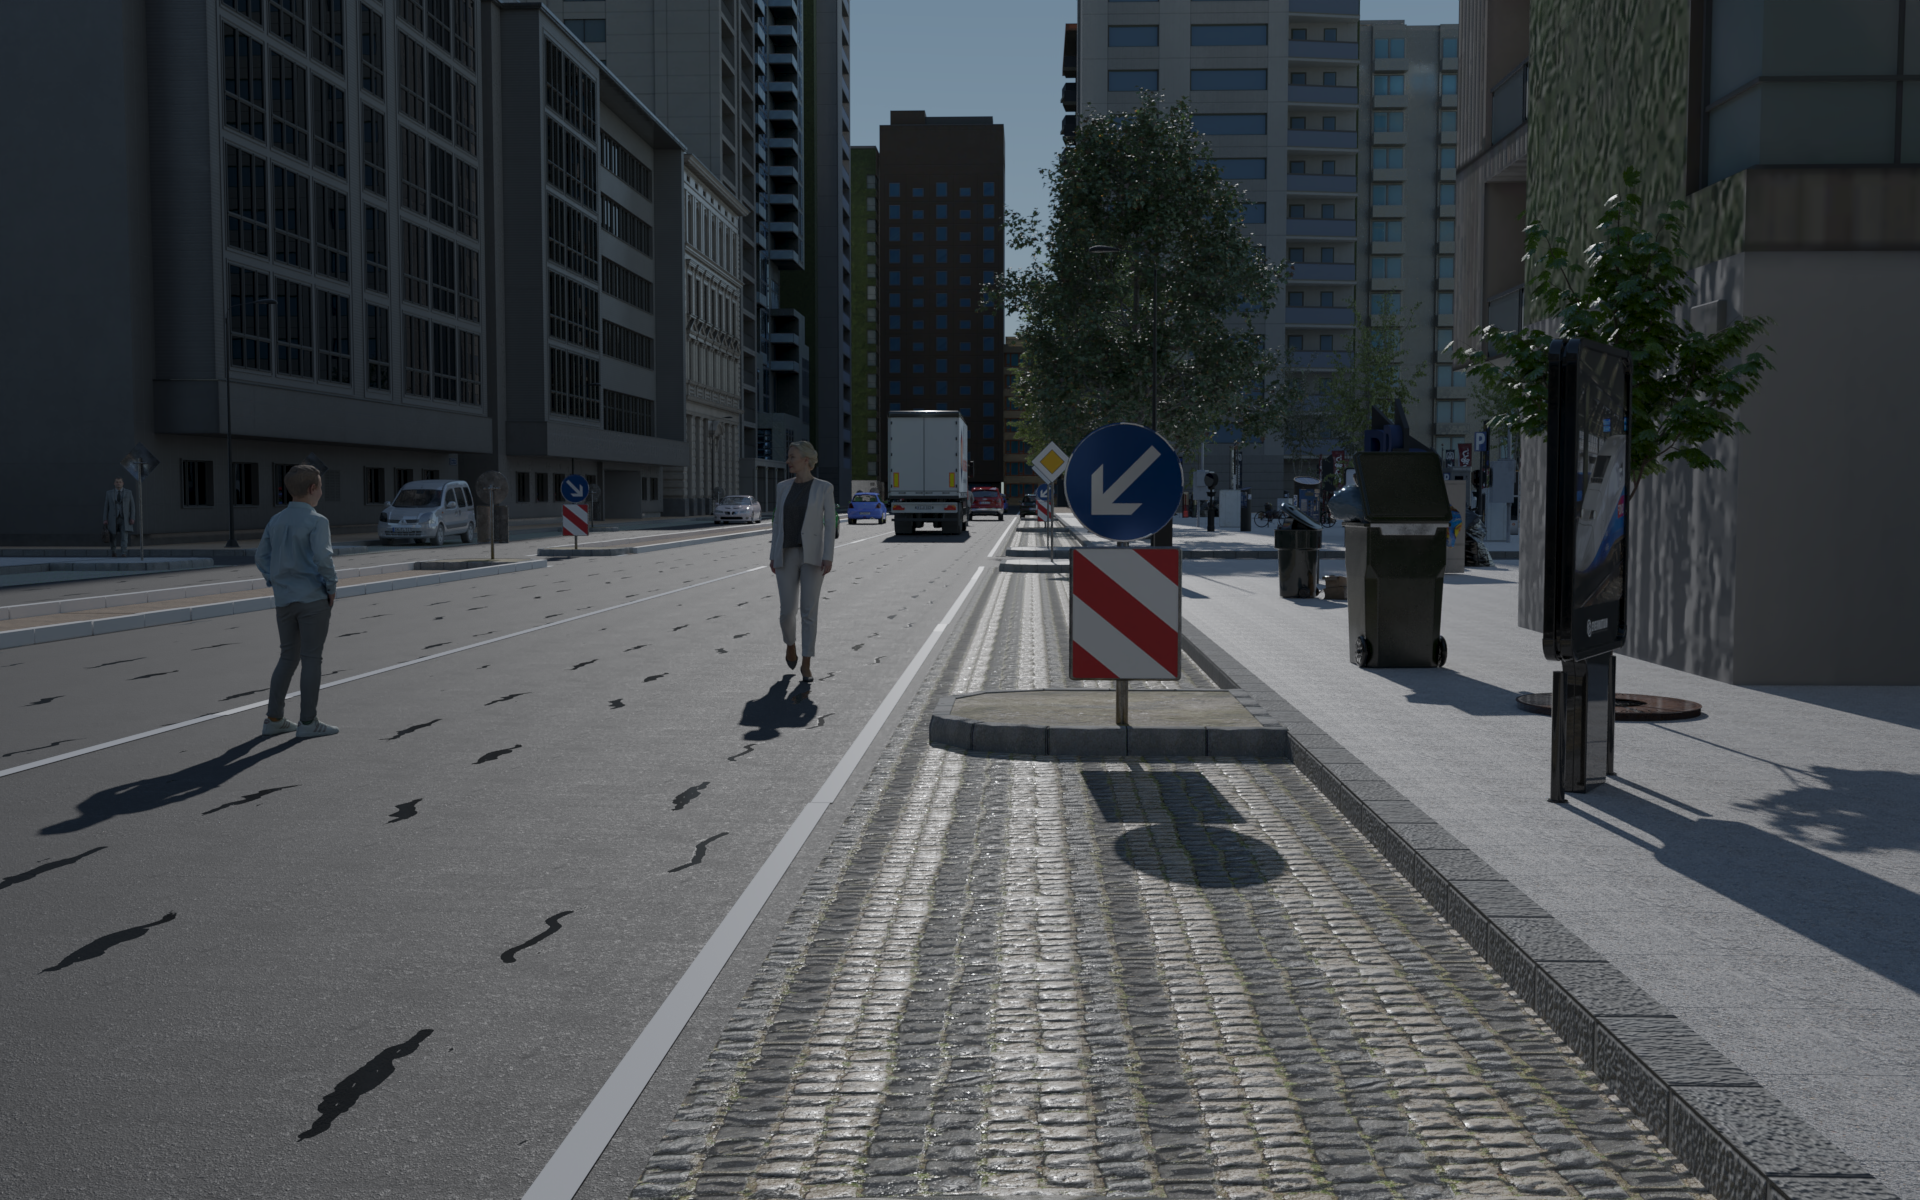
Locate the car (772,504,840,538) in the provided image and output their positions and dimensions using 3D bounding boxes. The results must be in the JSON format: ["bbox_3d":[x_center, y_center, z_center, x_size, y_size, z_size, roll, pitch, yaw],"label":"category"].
[{"bbox_3d":[-4.869,-2.831,55.075,1.959,1.807,4.718,0,4,2],"label":"car"}]

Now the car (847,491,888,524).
[{"bbox_3d":[-4.475,-4.537,83.779,1.945,1.707,3.694,0,4,1],"label":"car"}]

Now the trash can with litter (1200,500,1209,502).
[{"bbox_3d":[14.291,-5.557,102.242,0.624,1.170,1.055,2,4,24],"label":"trash can with litter"}]

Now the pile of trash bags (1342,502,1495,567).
[{"bbox_3d":[8.162,-1.340,31.669,1.912,1.369,3.447,-1,4,-21],"label":"pile of trash bags"}]

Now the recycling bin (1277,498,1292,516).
[{"bbox_3d":[19.261,-5.514,102.706,0.722,1.027,0.722,2,4,28],"label":"recycling bin"}]

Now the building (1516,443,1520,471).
[{"bbox_3d":[68.290,-45.258,178.213,20.611,71.187,20.563,0,4,2],"label":"building"}]

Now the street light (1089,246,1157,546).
[{"bbox_3d":[3.109,-3.670,32.539,1.470,5.913,1.316,0,4,2],"label":"street light"}]

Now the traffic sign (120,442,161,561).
[{"bbox_3d":[-15.795,-1.819,33.389,0.795,2.450,0.064,0,4,2],"label":"traffic sign"}]

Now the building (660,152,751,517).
[{"bbox_3d":[-19.921,-16.977,106.458,11.050,23.489,19.941,0,4,2],"label":"building"}]

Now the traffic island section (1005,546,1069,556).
[{"bbox_3d":[2.087,-1.127,40.700,2.009,0.180,2.903,0,4,2],"label":"traffic island section"}]

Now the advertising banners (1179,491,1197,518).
[{"bbox_3d":[12.169,-5.938,93.271,2.074,3.025,0.090,-3,5,-42],"label":"advertising banners"}]

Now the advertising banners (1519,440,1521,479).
[{"bbox_3d":[10.690,-2.139,31.153,2.074,3.025,0.090,-2,4,-30],"label":"advertising banners"}]

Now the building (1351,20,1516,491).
[{"bbox_3d":[41.913,-34.175,178.371,30.456,49.044,23.786,0,4,2],"label":"building"}]

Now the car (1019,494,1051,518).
[{"bbox_3d":[4.453,-5.687,102.765,2.009,1.686,4.222,0,4,4],"label":"car"}]

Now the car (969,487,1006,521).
[{"bbox_3d":[1.380,-5.287,95.122,2.281,1.827,5.304,0,4,1],"label":"car"}]

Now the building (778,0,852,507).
[{"bbox_3d":[-25.893,-39.142,181.971,28.212,58.520,21.231,0,4,2],"label":"building"}]

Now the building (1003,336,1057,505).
[{"bbox_3d":[20.024,-22.494,212.809,28.899,21.520,27.650,0,4,2],"label":"building"}]

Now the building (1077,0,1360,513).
[{"bbox_3d":[19.404,-36.088,132.035,21.231,58.520,28.212,0,4,2],"label":"building"}]

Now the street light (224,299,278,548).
[{"bbox_3d":[-16.939,-4.211,41.389,1.470,5.913,1.316,0,4,2],"label":"street light"}]

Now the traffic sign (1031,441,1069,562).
[{"bbox_3d":[1.733,-1.774,32.646,0.795,2.450,0.064,0,4,2],"label":"traffic sign"}]

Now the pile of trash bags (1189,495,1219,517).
[{"bbox_3d":[13.609,-5.343,97.103,1.912,1.369,3.447,-1,4,-10],"label":"pile of trash bags"}]

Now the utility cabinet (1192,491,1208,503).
[{"bbox_3d":[15.352,-6.241,110.719,1.173,1.500,0.318,-3,4,-38],"label":"utility cabinet"}]

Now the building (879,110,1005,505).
[{"bbox_3d":[-1.824,-33.958,205.329,14.200,45.320,14.600,0,4,2],"label":"building"}]

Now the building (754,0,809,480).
[{"bbox_3d":[-24.455,-51.286,151.201,22.319,86.520,31.000,0,4,2],"label":"building"}]

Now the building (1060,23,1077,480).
[{"bbox_3d":[20.449,-30.975,161.071,22.147,44.769,28.867,0,4,2],"label":"building"}]

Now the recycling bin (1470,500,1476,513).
[{"bbox_3d":[21.776,-3.739,73.684,0.722,1.027,0.722,0,4,7],"label":"recycling bin"}]

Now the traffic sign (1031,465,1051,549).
[{"bbox_3d":[2.064,-2.262,40.624,0.795,2.450,0.064,0,4,2],"label":"traffic sign"}]

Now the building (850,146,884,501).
[{"bbox_3d":[-16.164,-31.982,206.499,14.086,41.232,14.154,0,4,2],"label":"building"}]

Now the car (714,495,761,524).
[{"bbox_3d":[-10.750,-4.376,83.909,2.083,1.381,4.827,0,4,1],"label":"car"}]

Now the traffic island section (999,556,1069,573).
[{"bbox_3d":[1.757,-0.639,32.722,2.009,0.180,2.903,0,4,2],"label":"traffic island section"}]

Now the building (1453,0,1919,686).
[{"bbox_3d":[12.481,-20.386,16.911,14.154,41.232,14.086,0,4,2],"label":"building"}]

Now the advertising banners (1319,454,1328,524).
[{"bbox_3d":[15.670,-4.790,74.501,0.090,3.025,2.074,0,3,0],"label":"advertising banners"}]

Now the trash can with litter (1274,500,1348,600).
[{"bbox_3d":[4.411,-0.609,21.338,1.055,1.170,0.624,2,4,29],"label":"trash can with litter"}]

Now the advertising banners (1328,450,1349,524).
[{"bbox_3d":[15.909,-4.474,69.332,2.074,3.025,0.090,1,4,17],"label":"advertising banners"}]

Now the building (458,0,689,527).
[{"bbox_3d":[-22.653,-16.036,81.251,14.314,24.678,30.058,0,4,2],"label":"building"}]

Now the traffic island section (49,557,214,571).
[{"bbox_3d":[-15.819,-0.683,33.452,2.009,0.180,2.903,0,4,2],"label":"traffic island section"}]

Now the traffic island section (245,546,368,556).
[{"bbox_3d":[-15.489,-1.171,41.430,2.009,0.180,2.903,0,4,2],"label":"traffic island section"}]

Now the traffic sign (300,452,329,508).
[{"bbox_3d":[-15.465,-2.307,41.368,0.795,2.450,0.064,0,4,2],"label":"traffic sign"}]

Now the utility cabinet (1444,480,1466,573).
[{"bbox_3d":[7.461,-1.158,27.608,1.173,1.500,0.318,-1,4,-19],"label":"utility cabinet"}]

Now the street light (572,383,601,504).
[{"bbox_3d":[-15.709,-6.122,72.643,1.470,5.913,1.316,0,4,2],"label":"street light"}]

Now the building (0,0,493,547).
[{"bbox_3d":[-25.019,-15.896,53.414,14.314,27.812,24.014,0,4,2],"label":"building"}]

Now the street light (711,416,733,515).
[{"bbox_3d":[-14.279,-8.023,103.719,1.470,5.913,1.316,0,4,2],"label":"street light"}]

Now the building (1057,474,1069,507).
[{"bbox_3d":[17.330,-25.208,183.859,14.160,30.474,14.107,0,4,2],"label":"building"}]

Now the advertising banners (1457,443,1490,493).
[{"bbox_3d":[17.945,-3.846,59.071,2.074,3.025,0.090,3,4,38],"label":"advertising banners"}]

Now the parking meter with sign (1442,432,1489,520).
[{"bbox_3d":[13.798,-3.177,48.206,1.738,3.016,0.543,-1,4,-19],"label":"parking meter with sign"}]

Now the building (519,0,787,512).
[{"bbox_3d":[-23.616,-42.055,125.855,20.563,71.187,20.611,0,4,2],"label":"building"}]
